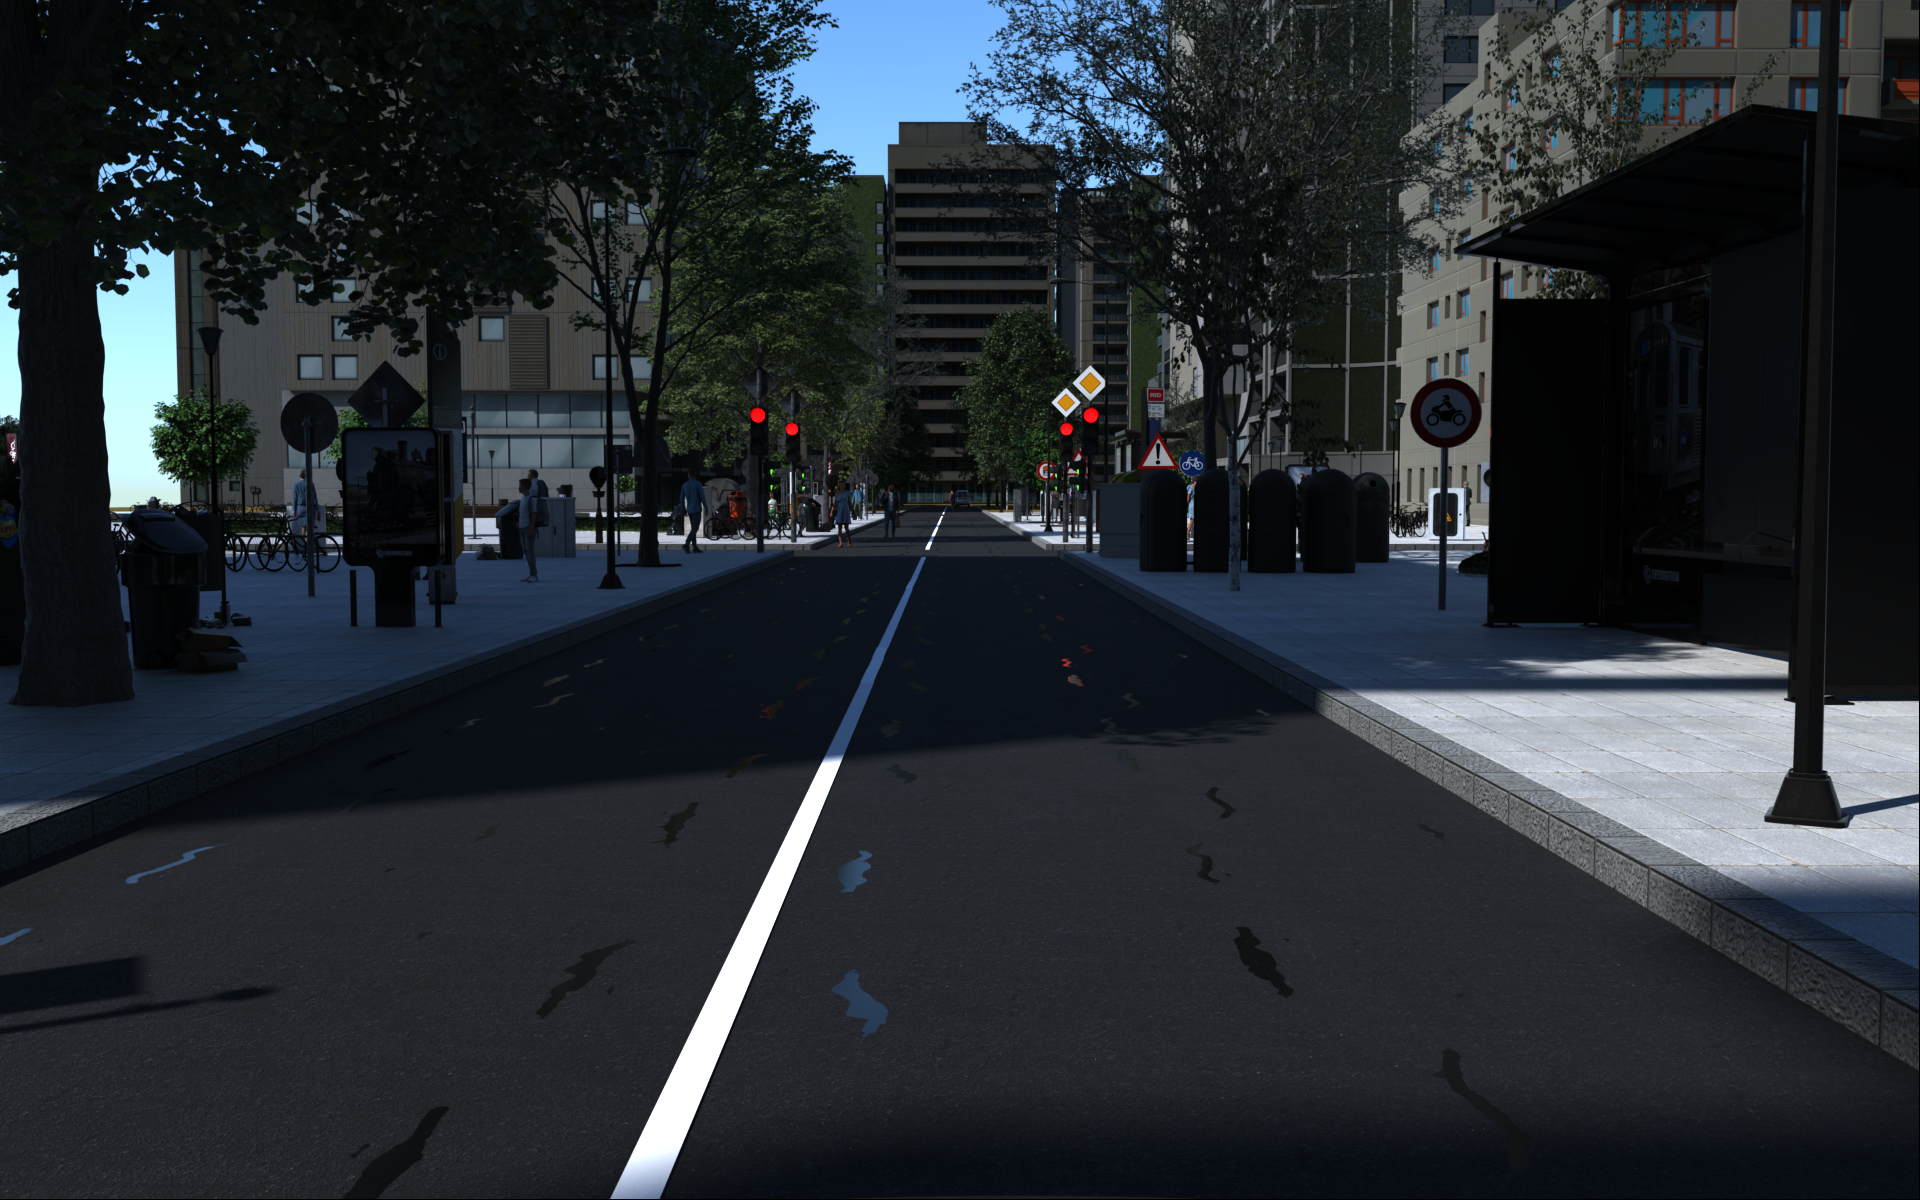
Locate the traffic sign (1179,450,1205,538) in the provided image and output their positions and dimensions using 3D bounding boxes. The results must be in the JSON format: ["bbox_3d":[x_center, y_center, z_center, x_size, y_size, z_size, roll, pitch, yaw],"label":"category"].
[{"bbox_3d":[6.735,-3.065,50.212,0.768,2.556,0.104,1,4,8],"label":"traffic sign"}]

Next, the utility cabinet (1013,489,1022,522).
[{"bbox_3d":[2.666,-4.366,80.062,0.318,1.500,1.173,0,4,-2],"label":"utility cabinet"}]

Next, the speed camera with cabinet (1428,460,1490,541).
[{"bbox_3d":[13.960,-3.260,47.642,2.038,3.252,0.660,1,4,17],"label":"speed camera with cabinet"}]

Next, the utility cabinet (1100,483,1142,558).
[{"bbox_3d":[3.388,-1.593,34.724,1.173,1.500,0.318,2,4,34],"label":"utility cabinet"}]

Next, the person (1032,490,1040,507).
[{"bbox_3d":[7.715,-10.076,171.300,1.217,1.766,0.721,0,4,4],"label":"person"}]

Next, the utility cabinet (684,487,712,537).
[{"bbox_3d":[-7.726,-2.589,51.003,0.318,1.500,1.173,-3,4,-36],"label":"utility cabinet"}]

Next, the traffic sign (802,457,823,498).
[{"bbox_3d":[-5.131,-3.669,60.102,0.768,2.556,0.104,0,4,3],"label":"traffic sign"}]

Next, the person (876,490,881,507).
[{"bbox_3d":[-8.054,-10.068,171.321,0.551,1.740,0.621,-1,4,-13],"label":"person"}]

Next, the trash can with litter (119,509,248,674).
[{"bbox_3d":[-5.667,-0.083,12.749,1.055,1.170,0.624,2,4,31],"label":"trash can with litter"}]

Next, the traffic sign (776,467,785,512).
[{"bbox_3d":[-8.421,-5.062,82.867,0.768,2.556,0.104,0,4,7],"label":"traffic sign"}]

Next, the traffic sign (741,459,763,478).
[{"bbox_3d":[-7.238,-3.681,60.287,0.768,2.556,0.104,0,4,7],"label":"traffic sign"}]

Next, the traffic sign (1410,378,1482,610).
[{"bbox_3d":[5.342,-1.162,19.113,0.768,2.556,0.104,0,4,8],"label":"traffic sign"}]

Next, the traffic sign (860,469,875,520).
[{"bbox_3d":[-4.677,-5.321,87.109,0.768,2.556,0.104,1,4,9],"label":"traffic sign"}]

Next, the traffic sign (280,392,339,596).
[{"bbox_3d":[-8.145,-1.319,21.677,0.768,2.556,0.104,0,4,8],"label":"traffic sign"}]

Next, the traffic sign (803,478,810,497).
[{"bbox_3d":[-9.597,-6.419,107.085,0.606,2.300,0.079,0,4,7],"label":"traffic sign"}]

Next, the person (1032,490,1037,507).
[{"bbox_3d":[7.563,-10.330,175.608,0.551,1.740,0.621,1,4,14],"label":"person"}]

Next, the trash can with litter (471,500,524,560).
[{"bbox_3d":[-8.976,-1.378,33.913,1.055,1.170,0.624,-3,5,-43],"label":"trash can with litter"}]

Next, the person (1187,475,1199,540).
[{"bbox_3d":[6.533,-2.554,47.893,0.616,1.811,0.778,2,4,31],"label":"person"}]

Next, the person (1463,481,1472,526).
[{"bbox_3d":[20.055,-3.838,68.964,0.661,1.801,0.590,-2,4,-32],"label":"person"}]

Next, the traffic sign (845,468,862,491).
[{"bbox_3d":[-5.291,-5.264,86.073,0.884,2.594,0.081,1,4,9],"label":"traffic sign"}]

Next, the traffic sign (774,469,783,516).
[{"bbox_3d":[-8.637,-5.134,84.053,0.768,2.556,0.104,0,4,3],"label":"traffic sign"}]

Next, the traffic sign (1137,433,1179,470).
[{"bbox_3d":[4.218,-2.258,36.920,0.884,2.594,0.081,0,4,7],"label":"traffic sign"}]

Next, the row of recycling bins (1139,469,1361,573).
[{"bbox_3d":[4.722,-1.310,28.531,3.534,1.692,1.069,1,4,10],"label":"row of recycling bins"}]

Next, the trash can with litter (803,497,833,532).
[{"bbox_3d":[-4.847,-2.882,58.510,0.624,1.170,1.055,3,5,42],"label":"trash can with litter"}]

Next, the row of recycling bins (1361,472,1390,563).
[{"bbox_3d":[6.469,-1.601,33.284,3.534,1.692,1.069,1,4,22],"label":"row of recycling bins"}]

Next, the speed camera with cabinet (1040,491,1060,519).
[{"bbox_3d":[4.723,-5.813,89.375,0.660,3.252,2.038,-1,4,-15],"label":"speed camera with cabinet"}]

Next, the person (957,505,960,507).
[{"bbox_3d":[-0.172,-11.260,193.535,0.436,1.711,0.756,-1,4,-12],"label":"person"}]

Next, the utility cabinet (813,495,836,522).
[{"bbox_3d":[-6.247,-4.217,80.110,1.020,1.237,0.306,-1,4,-18],"label":"utility cabinet"}]

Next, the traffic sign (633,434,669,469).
[{"bbox_3d":[-6.448,-2.205,36.153,0.768,2.556,0.104,0,4,5],"label":"traffic sign"}]

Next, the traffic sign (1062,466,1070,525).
[{"bbox_3d":[4.478,-4.355,71.303,0.768,2.556,0.104,1,4,9],"label":"traffic sign"}]

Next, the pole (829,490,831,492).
[{"bbox_3d":[-7.665,-6.647,102.529,0.158,3.312,0.155,0,3,0],"label":"pole"}]

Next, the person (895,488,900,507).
[{"bbox_3d":[-5.098,-8.193,140.674,0.551,1.740,0.621,1,4,22],"label":"person"}]

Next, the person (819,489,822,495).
[{"bbox_3d":[-11.485,-8.232,141.466,1.217,1.723,0.721,3,4,39],"label":"person"}]

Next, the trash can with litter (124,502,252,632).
[{"bbox_3d":[-7.739,-0.336,16.559,2.233,1.210,1.678,-3,5,-44],"label":"trash can with litter"}]

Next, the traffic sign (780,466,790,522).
[{"bbox_3d":[-7.970,-4.880,79.784,0.884,2.594,0.081,0,4,1],"label":"traffic sign"}]

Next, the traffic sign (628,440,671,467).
[{"bbox_3d":[-6.177,-2.106,34.442,0.884,2.594,0.081,1,4,8],"label":"traffic sign"}]

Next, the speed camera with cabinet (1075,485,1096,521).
[{"bbox_3d":[6.071,-5.424,83.019,2.038,3.252,0.660,-2,4,-33],"label":"speed camera with cabinet"}]

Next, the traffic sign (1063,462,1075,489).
[{"bbox_3d":[3.984,-3.704,60.668,0.768,2.556,0.104,0,4,5],"label":"traffic sign"}]

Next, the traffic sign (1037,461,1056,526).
[{"bbox_3d":[3.327,-4.059,66.465,0.768,2.556,0.104,0,4,7],"label":"traffic sign"}]

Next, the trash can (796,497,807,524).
[{"bbox_3d":[-6.834,-3.863,74.821,0.748,1.137,0.748,0,3,0],"label":"trash can"}]

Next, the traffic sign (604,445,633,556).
[{"bbox_3d":[-7.096,-2.070,35.981,0.606,2.300,0.079,0,4,5],"label":"traffic sign"}]

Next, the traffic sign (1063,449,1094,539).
[{"bbox_3d":[3.414,-3.053,49.928,0.884,2.594,0.081,0,4,2],"label":"traffic sign"}]

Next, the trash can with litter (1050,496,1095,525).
[{"bbox_3d":[4.818,-3.779,72.841,2.233,1.210,1.678,2,4,30],"label":"trash can with litter"}]

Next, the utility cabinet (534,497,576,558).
[{"bbox_3d":[-8.252,-1.468,35.165,1.020,1.237,0.306,3,4,37],"label":"utility cabinet"}]

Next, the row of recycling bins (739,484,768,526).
[{"bbox_3d":[-8.593,-3.939,71.523,1.069,1.692,3.534,0,4,3],"label":"row of recycling bins"}]

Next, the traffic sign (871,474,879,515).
[{"bbox_3d":[-5.333,-6.453,105.614,0.768,2.556,0.104,0,4,1],"label":"traffic sign"}]

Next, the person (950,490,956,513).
[{"bbox_3d":[-0.548,-7.542,132.731,0.541,1.710,0.530,-3,5,-39],"label":"person"}]

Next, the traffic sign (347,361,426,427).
[{"bbox_3d":[-5.679,-1.065,17.146,0.795,2.593,0.064,0,4,5],"label":"traffic sign"}]

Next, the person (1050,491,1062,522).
[{"bbox_3d":[4.375,-4.489,79.778,0.599,1.781,0.374,1,4,18],"label":"person"}]
